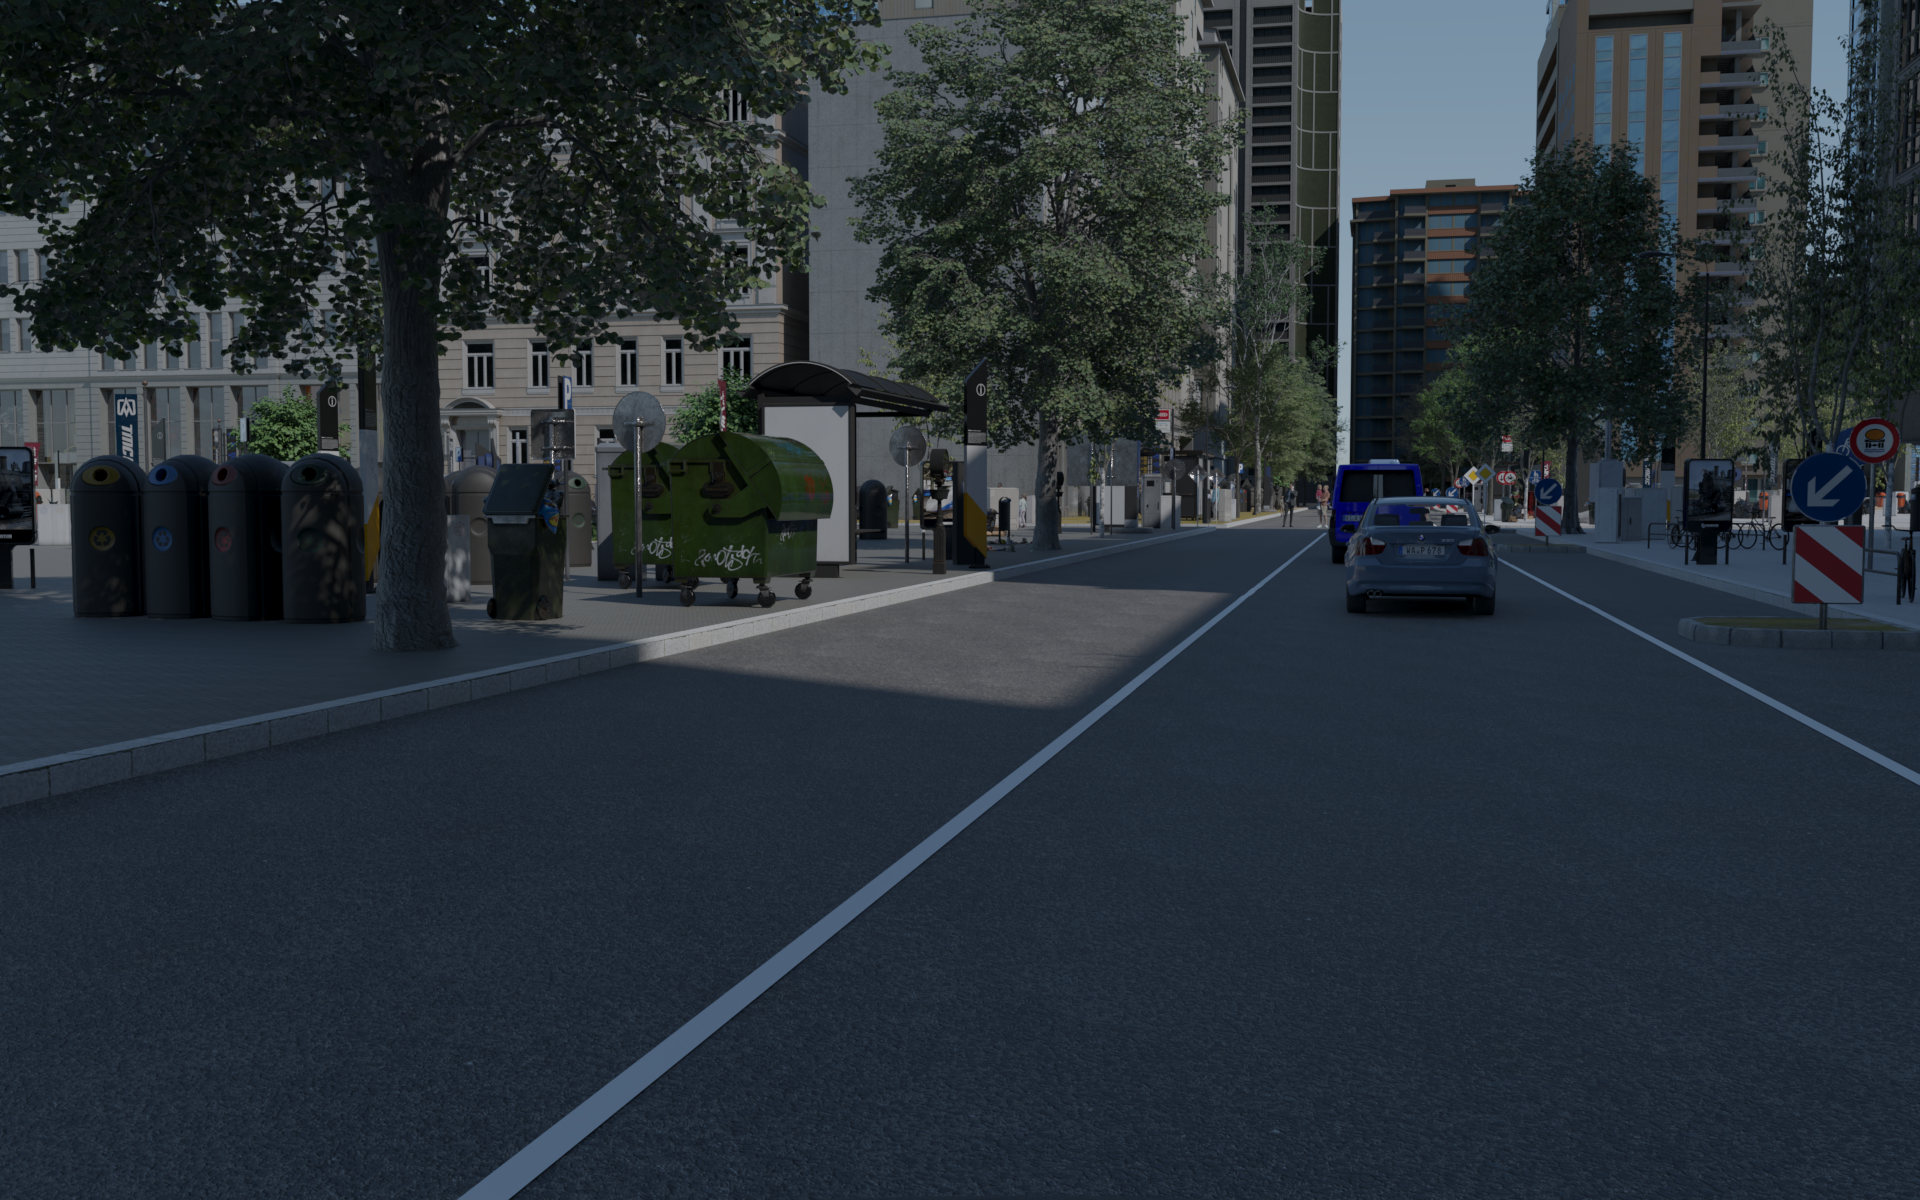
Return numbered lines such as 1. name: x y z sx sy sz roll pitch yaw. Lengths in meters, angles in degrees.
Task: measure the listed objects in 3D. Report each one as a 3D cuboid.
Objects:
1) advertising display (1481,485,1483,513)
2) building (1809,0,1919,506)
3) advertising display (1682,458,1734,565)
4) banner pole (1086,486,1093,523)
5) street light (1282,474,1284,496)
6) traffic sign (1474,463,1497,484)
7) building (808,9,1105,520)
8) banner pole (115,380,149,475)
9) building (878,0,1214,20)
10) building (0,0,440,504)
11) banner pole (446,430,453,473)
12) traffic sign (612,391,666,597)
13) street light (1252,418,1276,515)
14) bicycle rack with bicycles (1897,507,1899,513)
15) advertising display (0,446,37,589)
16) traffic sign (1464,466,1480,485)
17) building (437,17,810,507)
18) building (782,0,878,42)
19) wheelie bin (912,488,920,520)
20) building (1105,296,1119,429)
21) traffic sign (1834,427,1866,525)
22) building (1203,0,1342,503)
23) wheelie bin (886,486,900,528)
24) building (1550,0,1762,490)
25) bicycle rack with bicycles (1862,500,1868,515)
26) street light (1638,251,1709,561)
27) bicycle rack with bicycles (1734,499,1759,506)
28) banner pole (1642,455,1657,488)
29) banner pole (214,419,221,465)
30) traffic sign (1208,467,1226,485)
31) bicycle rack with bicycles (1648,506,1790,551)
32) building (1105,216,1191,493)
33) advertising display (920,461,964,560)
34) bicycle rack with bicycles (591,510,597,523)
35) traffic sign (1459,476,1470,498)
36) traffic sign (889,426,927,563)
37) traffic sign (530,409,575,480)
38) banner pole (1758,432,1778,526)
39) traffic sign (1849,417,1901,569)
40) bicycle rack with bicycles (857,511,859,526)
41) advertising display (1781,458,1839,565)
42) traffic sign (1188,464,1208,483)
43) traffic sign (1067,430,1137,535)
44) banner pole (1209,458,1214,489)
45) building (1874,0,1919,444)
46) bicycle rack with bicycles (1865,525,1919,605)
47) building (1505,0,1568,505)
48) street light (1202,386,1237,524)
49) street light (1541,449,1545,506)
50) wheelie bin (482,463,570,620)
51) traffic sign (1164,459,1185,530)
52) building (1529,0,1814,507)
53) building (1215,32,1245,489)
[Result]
1. advertising display: 36.861 -7.066 120.735 0.123 1.923 0.974 -1 4 -21
2. building: 110.488 -53.327 184.569 31.000 86.520 22.319 1 4 13
3. advertising display: 13.560 -1.602 31.400 0.974 1.923 0.123 -1 4 -14
4. banner pole: 6.151 -5.463 79.330 0.401 3.779 0.863 -3 5 -40
5. street light: 25.965 -10.012 136.243 1.470 5.913 1.316 1 4 13
6. traffic sign: 19.597 -3.816 64.579 0.795 2.593 0.064 1 4 13
7. building: 0.518 -16.991 95.824 12.078 24.808 19.932 1 4 13
8. banner pole: -18.134 -2.942 38.113 0.863 3.779 0.401 -1 4 -10
9. building: 8.629 -35.275 165.985 28.713 52.752 27.495 1 4 13
10. building: -42.141 -19.827 101.657 29.804 29.767 11.434 1 4 13
11. banner pole: -20.090 -4.788 68.300 0.401 3.779 0.863 0 4 1
12. traffic sign: -3.990 -1.306 21.462 0.768 2.556 0.104 1 4 21
13. street light: 18.533 -8.134 105.535 1.470 5.913 1.316 1 4 13
14. bicycle rack with bicycles: 63.570 -6.243 115.449 2.925 0.926 2.852 1 4 13
15. advertising display: -13.016 -1.111 23.380 0.974 1.923 0.123 -1 4 -17
16. traffic sign: 21.457 -4.291 72.345 0.795 2.593 0.064 1 4 13
17. building: -17.215 -18.990 96.399 20.117 28.700 13.634 1 4 13
18. building: -9.151 -55.104 213.622 31.000 86.520 22.319 1 4 13
19. wheelie bin: -1.962 -4.721 85.104 0.693 1.594 0.980 1 4 16
20. building: 2.262 -15.107 114.447 16.820 18.784 16.811 1 4 13
21. traffic sign: 17.065 -2.021 33.155 0.768 2.556 0.104 1 4 19
22. building: 43.837 -49.582 248.919 20.611 71.187 20.563 1 4 13
23. wheelie bin: -2.617 -3.479 64.791 0.693 1.594 0.980 -1 4 -20
24. building: 58.661 -30.423 147.532 14.600 45.320 14.200 1 4 13
25. bicycle rack with bicycles: 53.606 -5.577 104.562 2.925 0.926 2.852 -3 5 -40
26. street light: 13.670 -3.708 33.164 1.470 5.913 1.316 1 4 13
27. bicycle rack with bicycles: 53.199 -6.333 116.920 2.925 0.926 2.852 -1 4 -11
28. banner pole: 35.917 -6.119 90.066 0.863 3.779 0.401 1 4 20
29. banner pole: -24.621 -4.128 57.517 0.401 3.779 0.863 0 4 -8
30. traffic sign: 11.061 -4.444 74.848 0.795 2.593 0.064 1 4 13
31. bicycle rack with bicycles: 17.383 -1.648 40.330 2.852 0.926 2.925 -1 4 -11
32. building: 11.657 -18.841 136.925 11.050 23.489 19.941 1 4 13
33. advertising display: -0.322 -1.745 33.738 0.974 1.923 0.123 -2 4 -27
34. bicycle rack with bicycles: -12.618 -2.692 57.400 2.925 0.926 2.852 1 4 15
35. traffic sign: 36.354 -7.631 124.870 0.768 2.556 0.104 1 4 22
36. traffic sign: -0.991 -1.970 32.321 0.768 2.556 0.104 1 4 23
37. traffic sign: -4.911 -1.148 20.892 0.606 2.300 0.079 1 4 18
38. banner pole: 32.414 -4.854 69.373 0.401 3.779 0.863 -2 4 -24
39. traffic sign: 15.225 -1.761 28.896 0.768 2.556 0.104 1 4 18
40. bicycle rack with bicycles: -4.718 -3.467 70.065 2.852 0.926 2.925 -3 4 -36
41. advertising display: 15.426 -1.603 31.426 0.974 1.923 0.123 0 4 3
42. traffic sign: 9.200 -3.969 67.081 0.795 2.593 0.064 1 4 13
43. traffic sign: 4.470 -3.721 54.717 2.265 3.308 0.079 1 4 18
44. banner pole: 15.153 -7.055 105.362 0.401 3.779 0.863 -3 4 -37
45. building: 31.742 -15.009 38.910 14.314 27.812 24.014 1 4 13
46. bicycle rack with bicycles: 12.106 -0.455 20.814 2.852 0.926 2.925 1 4 15
47. building: 72.782 -53.576 188.645 22.319 86.520 31.000 1 4 13
48. street light: 11.187 -6.245 74.639 1.470 5.913 1.316 1 4 13
49. street light: 21.063 -5.605 64.186 1.470 5.913 1.316 1 4 13
50. wheelie bin: -4.467 -0.606 17.818 0.980 1.594 0.693 1 4 19
51. traffic sign: 7.741 -3.818 62.527 0.768 2.556 0.104 1 4 16
52. building: 66.384 -33.043 163.960 21.300 48.544 21.600 1 4 13
53. building: 18.512 -37.637 204.598 27.495 52.752 28.713 1 4 13
